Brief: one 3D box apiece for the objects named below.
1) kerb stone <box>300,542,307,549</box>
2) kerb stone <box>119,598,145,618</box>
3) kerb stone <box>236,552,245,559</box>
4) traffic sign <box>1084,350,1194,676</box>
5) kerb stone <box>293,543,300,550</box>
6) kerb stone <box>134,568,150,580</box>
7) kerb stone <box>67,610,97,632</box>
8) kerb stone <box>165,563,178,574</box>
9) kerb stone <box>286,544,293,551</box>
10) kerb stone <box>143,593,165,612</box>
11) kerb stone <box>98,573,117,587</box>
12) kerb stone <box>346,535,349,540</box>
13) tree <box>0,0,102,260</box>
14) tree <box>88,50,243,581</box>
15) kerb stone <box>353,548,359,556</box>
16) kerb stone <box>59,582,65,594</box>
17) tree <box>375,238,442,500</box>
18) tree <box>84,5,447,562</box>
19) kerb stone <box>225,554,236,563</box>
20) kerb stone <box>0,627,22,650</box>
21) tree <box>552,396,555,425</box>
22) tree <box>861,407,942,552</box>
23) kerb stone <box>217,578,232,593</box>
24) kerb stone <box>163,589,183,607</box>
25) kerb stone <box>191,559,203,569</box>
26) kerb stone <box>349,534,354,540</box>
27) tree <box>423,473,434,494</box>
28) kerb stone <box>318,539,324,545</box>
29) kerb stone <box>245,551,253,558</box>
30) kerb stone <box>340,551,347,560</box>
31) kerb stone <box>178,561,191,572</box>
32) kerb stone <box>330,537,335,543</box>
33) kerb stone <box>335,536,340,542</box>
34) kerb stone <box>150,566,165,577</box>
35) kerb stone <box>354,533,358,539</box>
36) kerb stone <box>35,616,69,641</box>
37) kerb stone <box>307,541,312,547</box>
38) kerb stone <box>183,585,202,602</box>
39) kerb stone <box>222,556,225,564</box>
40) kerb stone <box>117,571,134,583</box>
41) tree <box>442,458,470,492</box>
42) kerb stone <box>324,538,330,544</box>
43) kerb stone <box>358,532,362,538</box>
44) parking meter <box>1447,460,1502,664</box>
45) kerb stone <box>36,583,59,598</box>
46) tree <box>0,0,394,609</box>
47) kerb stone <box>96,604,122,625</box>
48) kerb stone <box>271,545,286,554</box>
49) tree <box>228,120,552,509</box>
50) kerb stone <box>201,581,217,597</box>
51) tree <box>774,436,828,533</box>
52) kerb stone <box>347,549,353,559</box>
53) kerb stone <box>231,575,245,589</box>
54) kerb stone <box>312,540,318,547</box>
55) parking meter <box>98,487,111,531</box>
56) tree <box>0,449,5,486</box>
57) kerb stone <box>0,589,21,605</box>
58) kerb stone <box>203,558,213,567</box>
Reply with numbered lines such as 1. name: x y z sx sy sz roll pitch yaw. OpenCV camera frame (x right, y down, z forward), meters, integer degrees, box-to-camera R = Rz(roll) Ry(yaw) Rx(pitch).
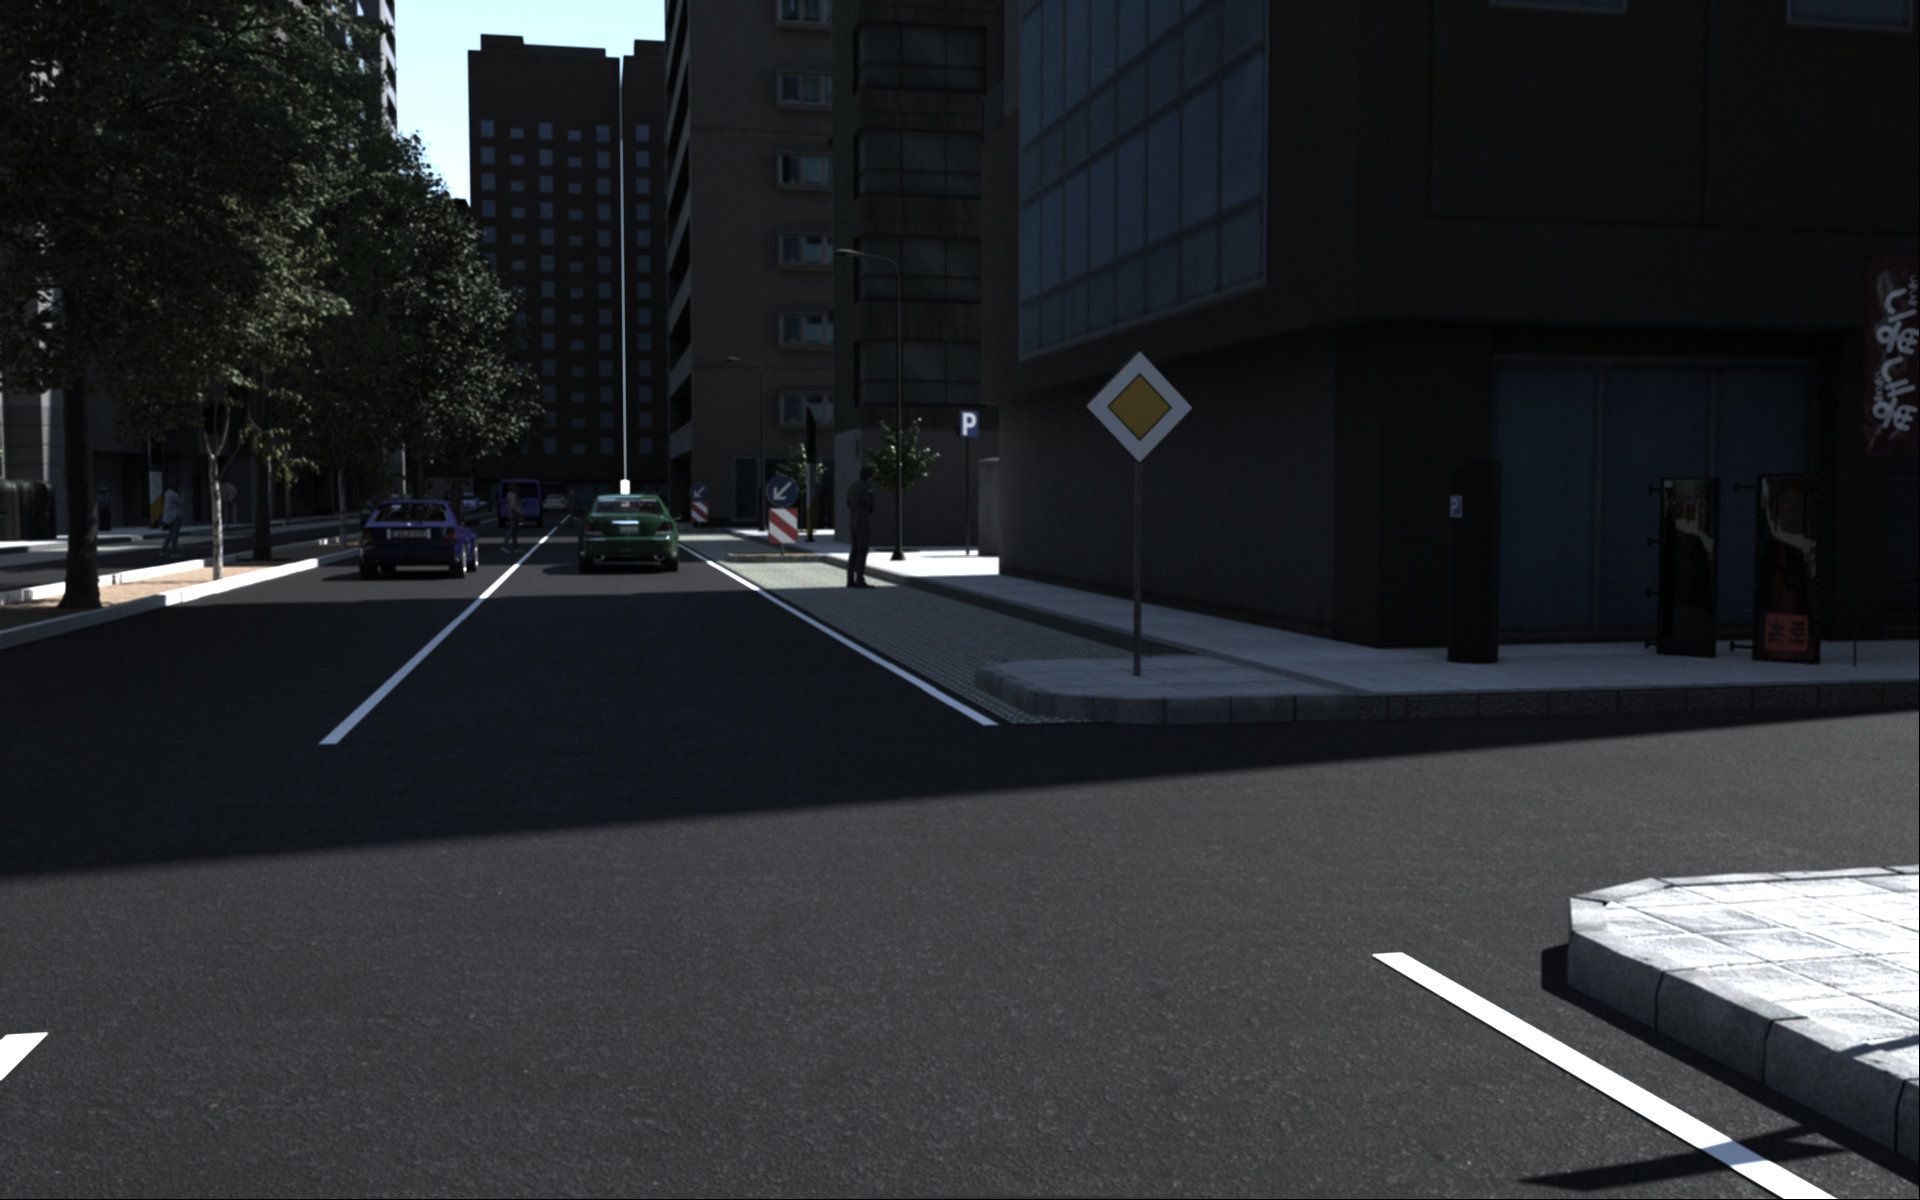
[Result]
1. kerb stone: -17.208 -1.398 45.048 0.120 0.150 1.000 -1 4 -12
2. kerb stone: -9.813 0.112 20.374 0.120 0.150 1.000 -1 4 -12
3. kerb stone: -15.504 -0.898 37.010 0.120 0.150 1.000 -1 4 -12
4. traffic sign: 1.246 -0.520 12.152 0.795 2.450 0.064 -1 4 -12
5. kerb stone: -16.992 -1.336 44.034 0.120 0.150 1.000 -1 4 -12
6. kerb stone: -13.795 -0.415 28.996 0.120 0.150 1.000 -1 4 -12
7. kerb stone: -9.390 0.235 18.366 0.120 0.150 1.000 -1 4 -12
8. kerb stone: -14.221 -0.534 30.999 0.120 0.150 1.000 -1 4 -12
9. kerb stone: -16.780 -1.274 43.025 0.120 0.150 1.000 -1 4 -12
10. kerb stone: -10.033 0.050 21.378 0.120 0.150 1.000 -1 4 -12
11. kerb stone: -13.376 -0.291 26.983 0.120 0.150 1.000 -1 4 -12
12. kerb stone: -18.919 -1.888 53.057 0.120 0.150 1.000 -1 4 -12
13. tree: -9.970 -3.829 15.430 4.360 8.622 3.978 0 3 0
14. tree: -12.107 -4.598 27.996 4.737 8.622 4.395 0 3 0
15. kerb stone: -13.878 -1.055 39.440 0.120 0.150 1.000 -1 4 -12
16. kerb stone: -12.944 -0.164 24.971 0.120 0.150 1.000 -1 4 -12
17. tree: -15.994 -5.620 44.713 4.737 8.622 4.395 0 3 0
18. tree: -14.801 -6.630 36.616 9.928 11.665 9.643 0 3 0
19. kerb stone: -15.283 -0.839 36.012 0.120 0.150 1.000 -1 4 -12
20. kerb stone: -8.966 0.357 16.361 0.120 0.150 1.000 -1 4 -12
21. tree: -19.500 -8.719 62.026 9.611 12.733 9.660 0 3 0
22. tree: -1.465 -2.693 38.639 1.663 3.219 1.824 0 3 0
23. kerb stone: -10.883 -0.196 25.400 0.120 0.150 1.000 -1 4 -12
24. kerb stone: -10.252 -0.011 22.383 0.120 0.150 1.000 -1 4 -12
25. kerb stone: -14.647 -0.661 33.005 0.120 0.150 1.000 -1 4 -12
26. kerb stone: -19.128 -1.949 54.061 0.120 0.150 1.000 -1 4 -12
27. tree: -48.714 -9.970 157.606 1.663 3.219 1.824 0 3 0
28. kerb stone: -17.847 -1.582 48.055 0.120 0.150 1.000 -1 4 -12
29. kerb stone: -15.709 -0.967 38.015 0.120 0.150 1.000 -1 4 -12
30. kerb stone: -13.451 -0.932 37.441 0.120 0.150 1.000 -1 4 -12
31. kerb stone: -14.433 -0.600 32.003 0.120 0.150 1.000 -1 4 -12
32. kerb stone: -18.277 -1.704 50.054 0.120 0.150 1.000 -1 4 -12
33. kerb stone: -18.478 -1.760 51.057 0.120 0.150 1.000 -1 4 -12
34. kerb stone: -14.008 -0.477 29.996 0.120 0.150 1.000 -1 4 -12
35. kerb stone: -19.344 -2.010 55.066 0.120 0.150 1.000 -1 4 -12
36. kerb stone: -9.176 0.296 17.362 0.120 0.150 1.000 -1 4 -12
37. kerb stone: -17.428 -1.459 46.046 0.120 0.150 1.000 -1 4 -12
38. kerb stone: -10.455 -0.073 23.396 0.120 0.150 1.000 -1 4 -12
39. kerb stone: -15.070 -0.780 35.012 0.120 0.150 1.000 -1 4 -12
40. kerb stone: -13.578 -0.353 27.990 0.120 0.150 1.000 -1 4 -12
41. tree: -21.287 -7.118 69.194 4.737 8.622 4.395 0 3 0
42. kerb stone: -18.063 -1.643 49.054 0.120 0.150 1.000 -1 4 -12
43. kerb stone: -19.550 -2.072 56.072 0.120 0.150 1.000 -1 4 -12
44. parking meter: 3.926 -0.294 13.222 0.372 1.533 0.369 0 3 0
45. kerb stone: -12.724 -0.104 23.964 0.120 0.150 1.000 -1 4 -12
46. tree: -11.196 -6.186 21.722 7.486 12.596 7.792 0 3 0
47. kerb stone: -9.597 0.180 19.371 0.120 0.150 1.000 -1 4 -12
48. kerb stone: -16.562 -1.213 42.023 0.120 0.150 1.000 -1 4 -12
49. tree: -17.567 -8.131 52.413 9.611 12.733 9.660 0 3 0
50. kerb stone: -10.675 -0.134 24.398 0.120 0.150 1.000 -1 4 -12
51. tree: -5.429 -3.862 57.747 1.663 3.219 1.824 0 3 0
52. kerb stone: -13.661 -0.987 38.441 0.120 0.150 1.000 -1 4 -12
53. kerb stone: -11.100 -0.257 26.399 0.120 0.150 1.000 -1 4 -12
54. kerb stone: -17.637 -1.520 47.047 0.120 0.150 1.000 -1 4 -12
55. parking meter: -29.666 -3.157 60.030 0.372 1.533 0.369 0 3 0
56. tree: -33.800 -4.048 60.781 1.663 3.219 1.824 0 3 0
57. kerb stone: -12.511 -0.047 22.963 0.120 0.150 1.000 -1 4 -12
58. kerb stone: -14.860 -0.722 34.011 0.120 0.150 1.000 -1 4 -12
